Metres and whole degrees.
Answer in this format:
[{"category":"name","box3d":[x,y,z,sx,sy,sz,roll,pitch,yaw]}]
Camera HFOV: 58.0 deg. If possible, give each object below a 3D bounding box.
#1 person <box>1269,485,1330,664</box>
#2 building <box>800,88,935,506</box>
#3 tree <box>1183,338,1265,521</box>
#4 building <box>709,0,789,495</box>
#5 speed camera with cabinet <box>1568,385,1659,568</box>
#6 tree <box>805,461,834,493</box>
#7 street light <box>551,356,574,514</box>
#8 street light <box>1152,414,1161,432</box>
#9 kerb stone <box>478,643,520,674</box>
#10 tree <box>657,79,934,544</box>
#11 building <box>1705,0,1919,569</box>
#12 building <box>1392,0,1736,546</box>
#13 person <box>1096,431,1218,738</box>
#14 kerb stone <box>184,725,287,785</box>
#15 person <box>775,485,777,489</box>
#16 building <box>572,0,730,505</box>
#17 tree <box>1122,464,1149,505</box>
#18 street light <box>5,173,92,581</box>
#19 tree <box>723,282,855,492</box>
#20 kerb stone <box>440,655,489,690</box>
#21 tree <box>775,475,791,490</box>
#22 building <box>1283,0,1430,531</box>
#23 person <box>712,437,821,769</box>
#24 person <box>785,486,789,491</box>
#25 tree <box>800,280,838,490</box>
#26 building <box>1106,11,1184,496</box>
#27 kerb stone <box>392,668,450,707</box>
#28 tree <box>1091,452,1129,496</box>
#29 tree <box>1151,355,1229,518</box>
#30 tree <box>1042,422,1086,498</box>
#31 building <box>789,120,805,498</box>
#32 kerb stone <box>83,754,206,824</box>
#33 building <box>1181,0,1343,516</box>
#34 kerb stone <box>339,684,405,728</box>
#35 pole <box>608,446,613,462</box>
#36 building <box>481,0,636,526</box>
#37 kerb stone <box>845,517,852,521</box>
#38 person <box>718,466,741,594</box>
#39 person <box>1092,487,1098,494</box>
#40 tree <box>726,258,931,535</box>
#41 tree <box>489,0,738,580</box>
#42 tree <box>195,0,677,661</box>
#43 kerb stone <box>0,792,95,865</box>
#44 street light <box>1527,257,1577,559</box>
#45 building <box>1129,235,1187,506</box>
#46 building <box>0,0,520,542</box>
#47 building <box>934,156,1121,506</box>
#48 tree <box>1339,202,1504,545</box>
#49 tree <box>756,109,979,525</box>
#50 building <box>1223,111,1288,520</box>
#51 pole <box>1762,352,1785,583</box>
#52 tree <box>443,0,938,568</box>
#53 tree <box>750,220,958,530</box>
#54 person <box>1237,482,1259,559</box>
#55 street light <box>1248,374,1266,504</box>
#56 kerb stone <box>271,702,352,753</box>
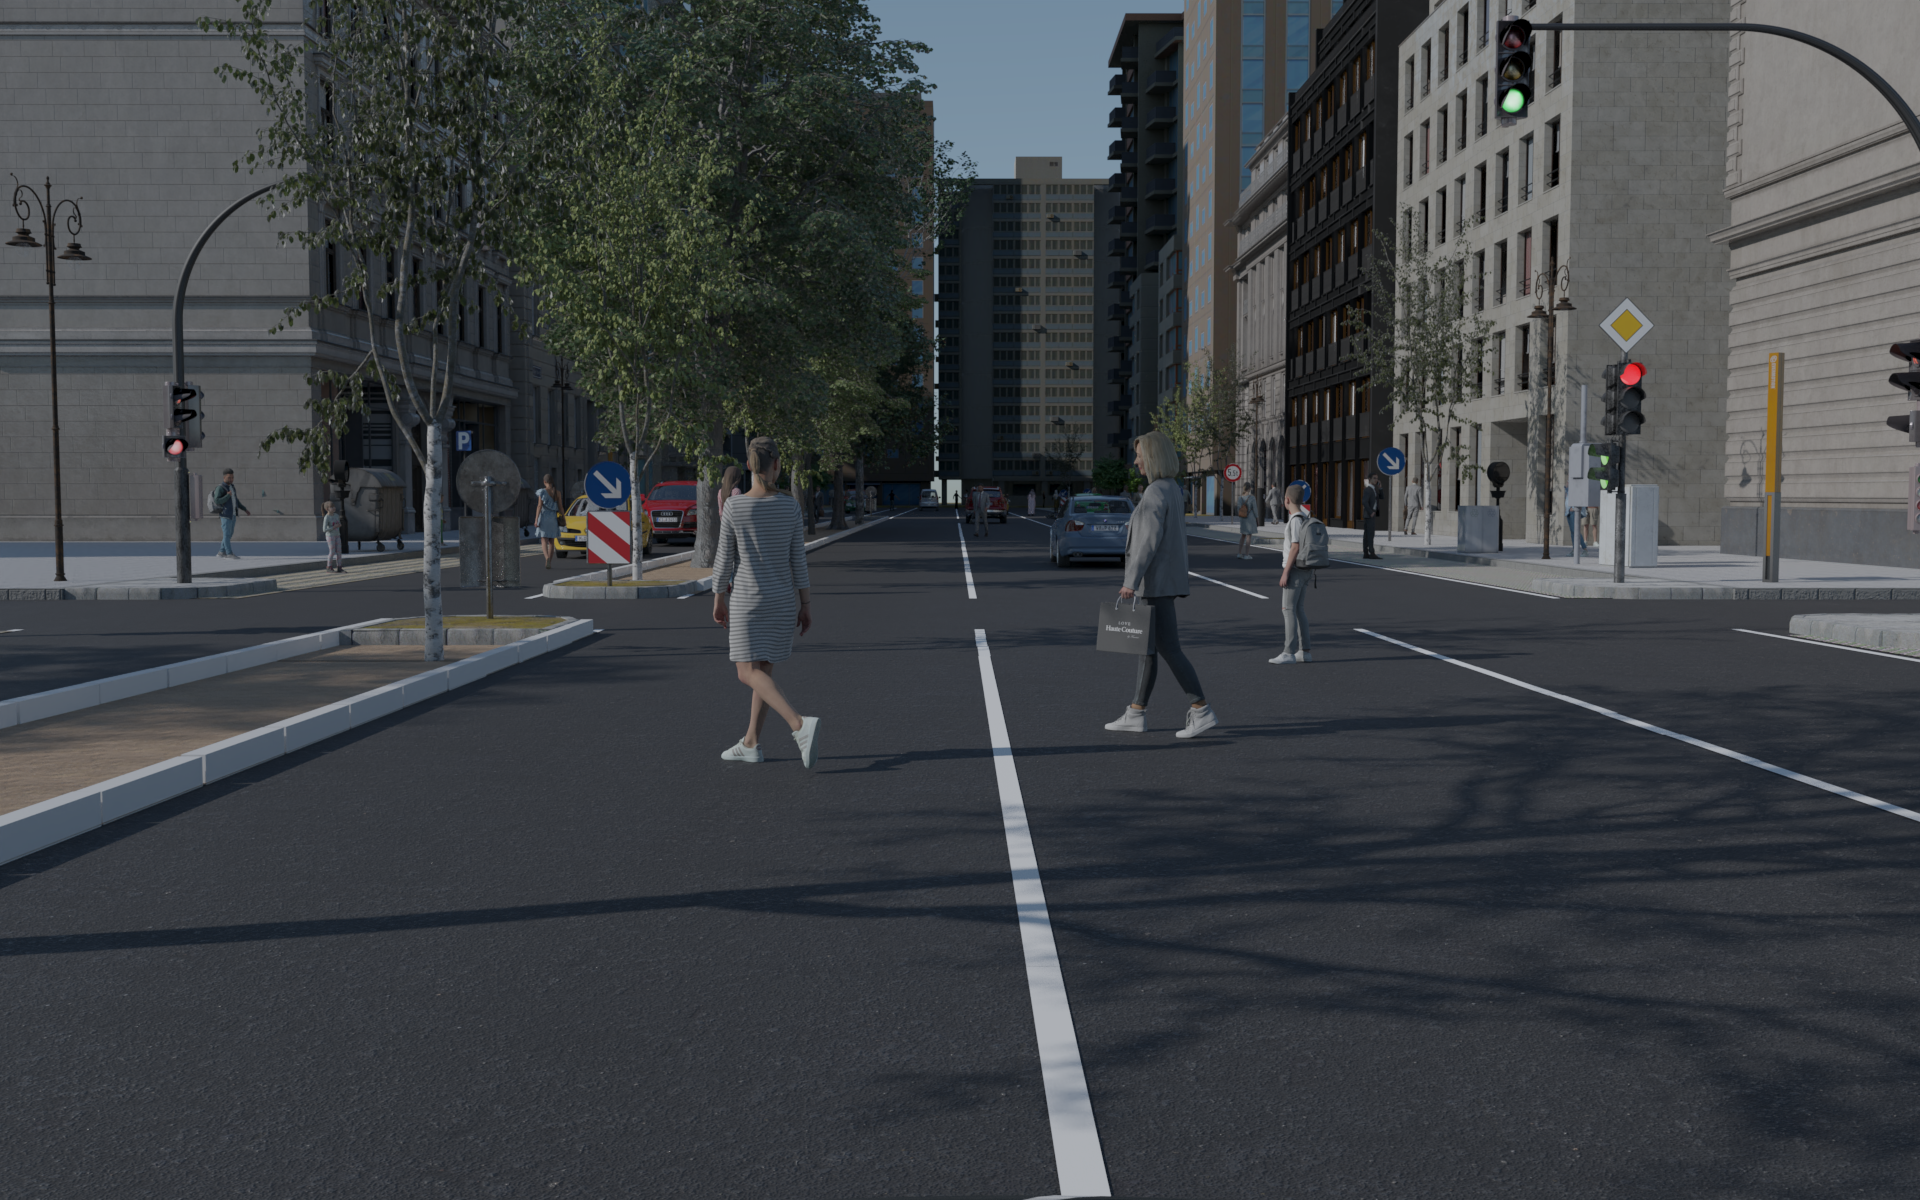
[{"category":"person","box3d":[2.857,-0.223,14.735,0.523,1.515,0.503,0,4,-4]},{"category":"building","box3d":[-10.005,-33.227,193.369,14.200,45.320,14.600,0,4,0]},{"category":"tree","box3d":[12.526,-8.098,82.758,4.360,8.622,3.978,0,3,0]},{"category":"building","box3d":[-27.343,-44.213,161.133,20.611,71.187,20.563,0,4,0]},{"category":"speed camera with cabinet","box3d":[11.648,-2.235,30.882,0.660,3.252,2.038,-1,4,-11]},{"category":"tree","box3d":[-13.795,-11.225,167.245,4.285,4.588,4.351,0,3,0]},{"category":"street light","box3d":[-13.296,-5.213,58.023,0.468,5.910,1.993,0,4,0]},{"category":"street light","box3d":[11.267,-7.753,99.551,0.468,5.910,1.993,0,4,0]},{"category":"kerb stone","box3d":[-3.801,0.493,14.151,0.120,0.150,1.000,0,4,0]},{"category":"tree","box3d":[-4.604,-7.788,47.917,7.486,12.596,7.792,0,3,0]},{"category":"building","box3d":[25.618,-12.413,31.832,19.941,23.489,11.050,0,4,0]},{"category":"building","box3d":[20.119,-11.988,50.754,10.420,20.320,16.860,0,4,0]},{"category":"person","box3d":[1.164,-0.094,10.217,0.728,1.800,0.709,2,4,23]},{"category":"kerb stone","box3d":[-3.775,0.805,9.026,0.120,0.150,1.000,0,4,0]},{"category":"person","box3d":[-8.628,-4.449,81.050,0.447,1.846,0.655,-1,4,-20]},{"category":"building","box3d":[-28.170,-30.280,114.692,23.786,49.044,30.456,0,4,0]},{"category":"tree","box3d":[11.227,-7.192,112.182,1.663,3.219,1.824,0,3,0]},{"category":"street light","box3d":[-13.262,-3.215,25.355,0.468,5.910,1.993,0,4,0]},{"category":"tree","box3d":[-5.038,-6.191,54.047,4.360,8.622,3.978,0,3,0]},{"category":"kerb stone","box3d":[-3.785,0.555,13.123,0.120,0.150,1.000,0,4,0]},{"category":"tree","box3d":[-14.746,-9.266,146.104,1.663,3.219,1.824,0,3,0]},{"category":"building","box3d":[20.359,-14.536,67.350,12.332,23.373,15.834,0,4,0]},{"category":"person","box3d":[-0.991,0.009,9.103,0.760,1.731,0.466,3,4,36]},{"category":"person","box3d":[-9.011,-5.005,90.106,0.755,1.850,0.659,0,4,0]},{"category":"tree","box3d":[-4.907,-5.429,41.583,4.737,8.622,4.395,0,3,0]},{"category":"building","box3d":[24.972,-30.808,158.336,22.147,44.769,28.867,0,4,0]},{"category":"kerb stone","box3d":[-3.789,0.618,12.097,0.120,0.150,1.000,0,4,0]},{"category":"tree","box3d":[11.623,-9.224,134.534,4.285,4.588,4.351,0,3,0]},{"category":"tree","box3d":[12.475,-8.683,92.327,4.737,8.622,4.395,0,3,0]},{"category":"tree","box3d":[10.766,-13.705,174.431,4.360,8.622,3.978,0,3,0]},{"category":"building","box3d":[-27.916,-35.020,196.278,21.600,48.544,21.300,0,4,0]},{"category":"kerb stone","box3d":[-3.772,0.872,7.992,0.120,0.150,1.000,0,4,0]},{"category":"building","box3d":[21.719,-27.999,107.900,14.600,45.320,14.200,0,4,0]},{"category":"kerb stone","box3d":[-3.781,0.680,11.072,0.120,0.150,1.000,0,4,0]},{"category":"pole","box3d":[-12.926,-4.294,64.057,0.158,3.312,0.155,0,3,0]},{"category":"building","box3d":[-22.824,-17.295,80.040,12.463,27.353,25.104,0,4,0]},{"category":"kerb stone","box3d":[-6.200,-4.557,96.778,0.120,0.150,1.000,0,4,0]},{"category":"person","box3d":[-3.157,-0.974,24.429,0.555,1.821,0.388,2,4,31]},{"category":"person","box3d":[7.387,-5.252,94.555,0.709,1.800,0.728,0,4,-1]},{"category":"tree","box3d":[-5.169,-7.573,60.682,8.767,10.594,7.601,0,4,0]},{"category":"tree","box3d":[-4.848,-4.463,25.787,4.737,8.622,4.395,0,3,0]},{"category":"tree","box3d":[-4.524,-3.792,14.824,4.360,8.622,3.978,0,3,0]},{"category":"kerb stone","box3d":[-3.763,0.931,6.970,0.120,0.150,1.000,0,4,0]},{"category":"street light","box3d":[11.541,-3.739,33.923,0.468,5.910,1.993,0,4,0]},{"category":"building","box3d":[27.997,-17.439,130.159,27.650,21.520,28.899,0,4,0]},{"category":"building","box3d":[-21.818,-12.025,47.511,10.553,20.767,40.483,0,4,0]},{"category":"building","box3d":[9.060,-31.200,201.995,23.993,40.220,32.217,0,4,0]},{"category":"tree","box3d":[11.672,-5.681,43.239,4.360,8.622,3.978,0,3,0]},{"category":"tree","box3d":[-5.913,-13.631,81.212,12.611,20.169,13.585,0,3,0]},{"category":"building","box3d":[21.848,-15.074,88.260,13.314,21.916,24.055,0,4,0]},{"category":"pole","box3d":[11.777,-1.910,25.070,0.158,3.312,0.155,0,3,0]},{"category":"tree","box3d":[-4.888,-7.595,33.285,9.857,13.997,8.962,0,3,0]},{"category":"tree","box3d":[-4.886,-9.165,69.308,9.611,12.733,9.660,0,3,0]},{"category":"person","box3d":[6.319,-1.753,38.167,0.512,1.701,0.522,2,4,32]},{"category":"street light","box3d":[11.448,-5.755,66.883,0.468,5.910,1.993,0,4,0]},{"category":"kerb stone","box3d":[-3.777,0.743,10.049,0.120,0.150,1.000,0,4,0]}]
